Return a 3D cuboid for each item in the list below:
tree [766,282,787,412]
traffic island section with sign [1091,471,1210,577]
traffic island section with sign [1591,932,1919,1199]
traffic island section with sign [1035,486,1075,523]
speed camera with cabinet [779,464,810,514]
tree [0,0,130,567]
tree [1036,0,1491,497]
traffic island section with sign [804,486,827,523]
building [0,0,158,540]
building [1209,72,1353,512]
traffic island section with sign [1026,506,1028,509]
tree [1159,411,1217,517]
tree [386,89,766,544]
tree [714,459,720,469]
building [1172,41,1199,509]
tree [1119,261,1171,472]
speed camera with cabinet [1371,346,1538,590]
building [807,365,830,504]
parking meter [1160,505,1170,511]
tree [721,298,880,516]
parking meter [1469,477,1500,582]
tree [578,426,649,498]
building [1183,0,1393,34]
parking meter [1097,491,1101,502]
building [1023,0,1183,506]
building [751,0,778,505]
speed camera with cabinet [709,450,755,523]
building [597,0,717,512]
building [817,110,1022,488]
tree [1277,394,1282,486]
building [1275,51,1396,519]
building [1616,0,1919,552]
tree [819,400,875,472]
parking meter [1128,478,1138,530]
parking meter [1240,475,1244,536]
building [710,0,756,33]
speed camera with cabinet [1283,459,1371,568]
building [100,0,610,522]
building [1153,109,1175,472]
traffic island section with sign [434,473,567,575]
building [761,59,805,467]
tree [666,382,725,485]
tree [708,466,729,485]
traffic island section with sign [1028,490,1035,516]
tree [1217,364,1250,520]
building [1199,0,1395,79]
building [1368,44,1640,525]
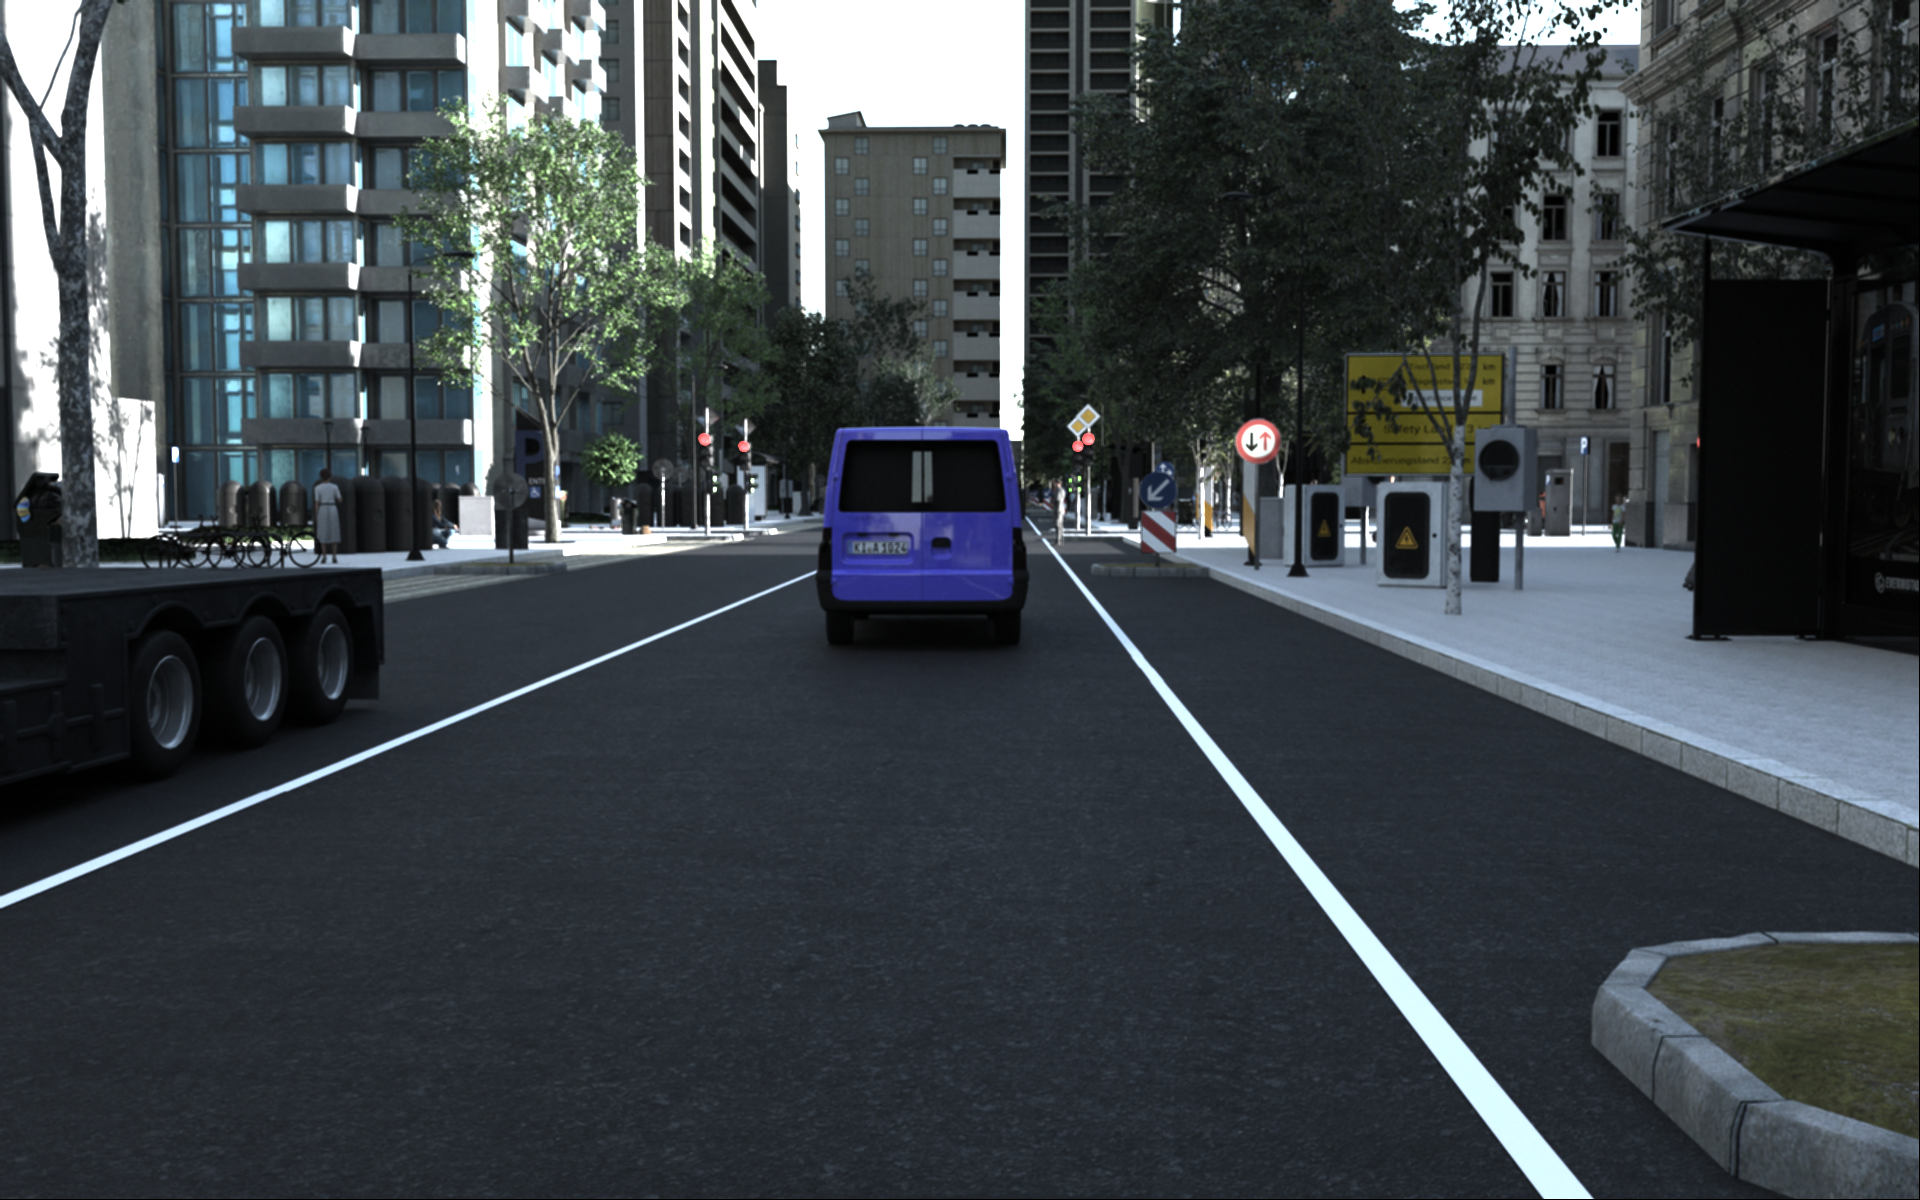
[{"bbox_3d":[-10.789,-8.829,70.115,9.928,11.665,9.643,0,3,0],"label":"tree"},{"bbox_3d":[3.369,-1.367,30.977,1.989,1.847,2.006,0,4,2],"label":"traffic island section with sign"},{"bbox_3d":[2.628,0.282,4.011,1.989,1.847,2.006,0,4,2],"label":"traffic island section with sign"},{"bbox_3d":[4.914,-4.790,86.942,1.989,1.847,2.006,0,4,2],"label":"traffic island section with sign"},{"bbox_3d":[-10.475,-7.058,109.734,2.038,3.252,0.660,2,4,34],"label":"speed camera with cabinet"},{"bbox_3d":[-12.509,-10.147,21.787,12.611,20.169,13.585,0,3,0],"label":"tree"},{"bbox_3d":[6.667,-8.048,38.232,9.857,13.997,8.962,0,3,0],"label":"tree"},{"bbox_3d":[-6.721,-4.784,86.854,1.989,1.847,2.006,0,4,2],"label":"traffic island section with sign"},{"bbox_3d":[-31.932,-36.440,34.040,20.611,71.187,20.563,0,4,2],"label":"building"},{"bbox_3d":[28.725,-19.252,119.292,19.350,26.468,34.151,0,4,2],"label":"building"},{"bbox_3d":[7.021,-9.484,163.691,1.989,1.847,2.006,0,4,2],"label":"traffic island section with sign"},{"bbox_3d":[13.021,-8.237,85.044,4.737,8.622,4.395,0,3,0],"label":"tree"},{"bbox_3d":[-10.724,-7.286,44.875,9.928,11.665,9.643,0,3,0],"label":"tree"},{"bbox_3d":[-20.105,-9.281,135.451,4.285,4.588,4.351,0,3,0],"label":"tree"},{"bbox_3d":[26.554,-29.099,159.362,14.154,41.232,14.086,0,4,2],"label":"building"},{"bbox_3d":[6.533,-5.976,48.072,4.360,8.622,3.978,0,3,0],"label":"tree"},{"bbox_3d":[6.723,-1.784,23.507,2.038,3.252,0.660,3,4,36],"label":"speed camera with cabinet"},{"bbox_3d":[-33.970,-24.552,246.457,28.899,21.520,27.650,0,4,2],"label":"building"},{"bbox_3d":[7.944,-3.746,66.961,0.399,1.863,0.255,-1,4,-12],"label":"parking meter"},{"bbox_3d":[-9.216,-11.283,101.491,9.611,12.733,9.660,0,3,0],"label":"tree"},{"bbox_3d":[7.669,-1.199,25.313,0.399,1.863,0.255,3,4,38],"label":"parking meter"},{"bbox_3d":[-16.841,-6.138,84.073,4.285,4.588,4.351,0,3,0],"label":"tree"},{"bbox_3d":[31.186,-45.100,175.643,20.563,71.187,20.611,0,4,2],"label":"building"},{"bbox_3d":[10.397,-7.400,129.392,0.372,1.533,0.369,0,3,0],"label":"parking meter"},{"bbox_3d":[19.120,-49.096,240.976,20.611,71.187,20.563,0,4,2],"label":"building"},{"bbox_3d":[-28.316,-44.697,169.041,20.563,71.187,20.611,0,4,2],"label":"building"},{"bbox_3d":[-10.219,-5.095,77.643,2.038,3.252,0.660,-3,4,-38],"label":"speed camera with cabinet"},{"bbox_3d":[-25.511,-26.849,122.568,14.154,41.232,14.086,0,4,2],"label":"building"},{"bbox_3d":[-4.943,-40.172,246.050,27.495,52.752,28.713,0,4,2],"label":"building"},{"bbox_3d":[15.481,-7.400,71.357,4.737,8.622,4.395,0,3,0],"label":"tree"},{"bbox_3d":[24.592,-16.200,94.544,12.332,23.373,15.834,0,4,2],"label":"building"},{"bbox_3d":[21.601,-14.199,29.417,12.463,27.353,25.104,0,4,2],"label":"building"},{"bbox_3d":[-8.156,-11.131,132.354,4.737,8.622,4.395,0,3,0],"label":"tree"},{"bbox_3d":[6.269,-3.487,62.729,0.255,1.863,0.399,-1,4,-18],"label":"parking meter"},{"bbox_3d":[8.711,-2.865,52.555,0.399,1.863,0.255,-2,4,-31],"label":"parking meter"},{"bbox_3d":[-29.392,-32.070,148.046,21.300,48.544,21.600,0,4,2],"label":"building"},{"bbox_3d":[6.709,-2.229,30.783,2.038,3.252,0.660,-2,4,-32],"label":"speed camera with cabinet"},{"bbox_3d":[-31.777,-28.909,92.276,23.786,49.044,30.456,0,4,2],"label":"building"},{"bbox_3d":[28.998,-33.258,193.872,14.600,45.320,14.200,0,4,2],"label":"building"},{"bbox_3d":[-8.240,-1.391,31.378,1.989,1.847,2.006,0,4,2],"label":"traffic island section with sign"},{"bbox_3d":[-28.827,-34.711,191.223,21.600,48.544,21.300,0,4,2],"label":"building"},{"bbox_3d":[-17.081,-9.819,110.897,4.360,8.622,3.978,0,3,0],"label":"tree"},{"bbox_3d":[-16.366,-7.546,117.976,1.663,3.219,1.824,0,3,0],"label":"tree"},{"bbox_3d":[5.673,-6.481,114.591,1.989,1.847,2.006,0,4,2],"label":"traffic island section with sign"},{"bbox_3d":[14.223,-7.764,77.298,4.737,8.622,4.395,0,3,0],"label":"tree"},{"bbox_3d":[27.478,-30.225,144.282,14.600,45.320,14.200,0,4,2],"label":"building"},{"bbox_3d":[28.067,-13.903,76.460,18.267,20.994,9.793,0,4,2],"label":"building"}]
